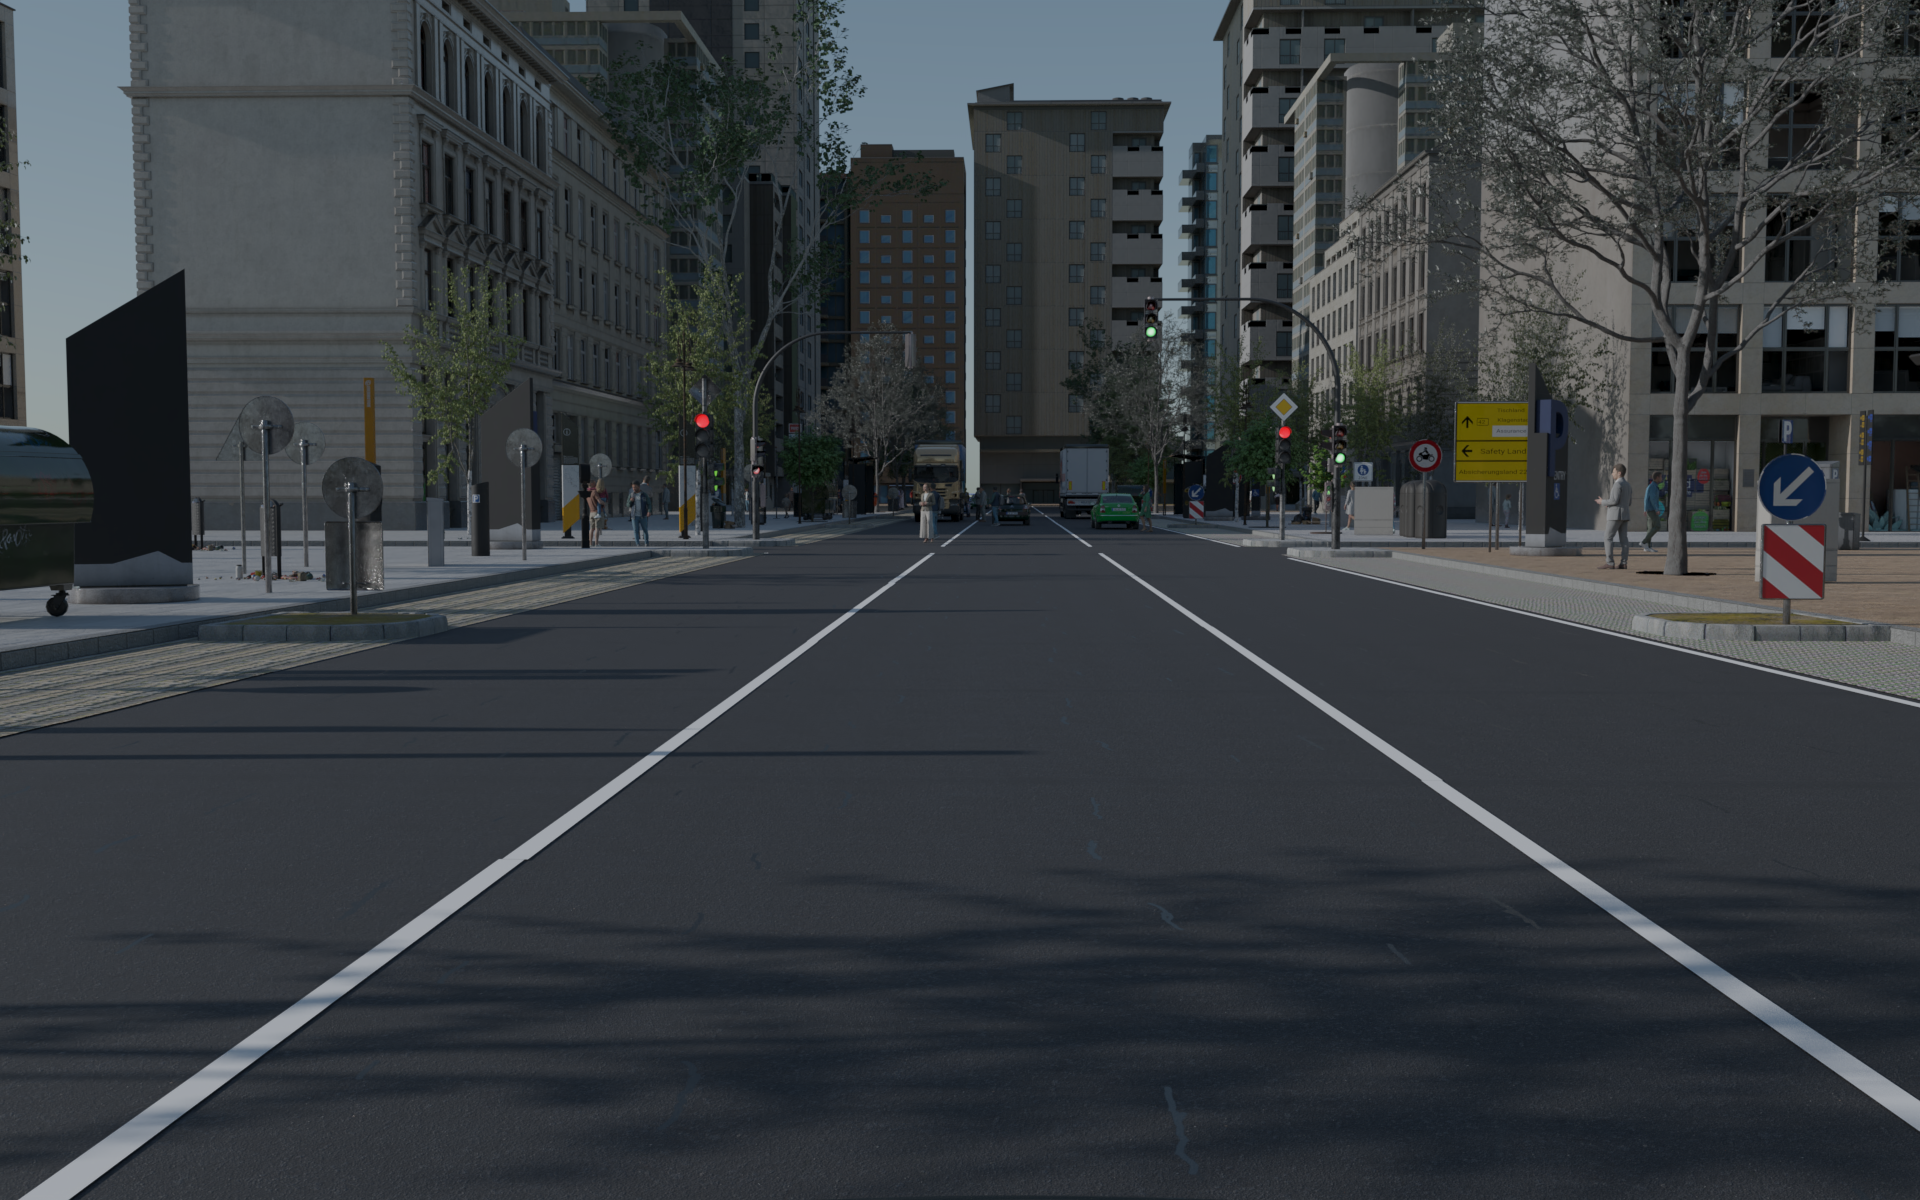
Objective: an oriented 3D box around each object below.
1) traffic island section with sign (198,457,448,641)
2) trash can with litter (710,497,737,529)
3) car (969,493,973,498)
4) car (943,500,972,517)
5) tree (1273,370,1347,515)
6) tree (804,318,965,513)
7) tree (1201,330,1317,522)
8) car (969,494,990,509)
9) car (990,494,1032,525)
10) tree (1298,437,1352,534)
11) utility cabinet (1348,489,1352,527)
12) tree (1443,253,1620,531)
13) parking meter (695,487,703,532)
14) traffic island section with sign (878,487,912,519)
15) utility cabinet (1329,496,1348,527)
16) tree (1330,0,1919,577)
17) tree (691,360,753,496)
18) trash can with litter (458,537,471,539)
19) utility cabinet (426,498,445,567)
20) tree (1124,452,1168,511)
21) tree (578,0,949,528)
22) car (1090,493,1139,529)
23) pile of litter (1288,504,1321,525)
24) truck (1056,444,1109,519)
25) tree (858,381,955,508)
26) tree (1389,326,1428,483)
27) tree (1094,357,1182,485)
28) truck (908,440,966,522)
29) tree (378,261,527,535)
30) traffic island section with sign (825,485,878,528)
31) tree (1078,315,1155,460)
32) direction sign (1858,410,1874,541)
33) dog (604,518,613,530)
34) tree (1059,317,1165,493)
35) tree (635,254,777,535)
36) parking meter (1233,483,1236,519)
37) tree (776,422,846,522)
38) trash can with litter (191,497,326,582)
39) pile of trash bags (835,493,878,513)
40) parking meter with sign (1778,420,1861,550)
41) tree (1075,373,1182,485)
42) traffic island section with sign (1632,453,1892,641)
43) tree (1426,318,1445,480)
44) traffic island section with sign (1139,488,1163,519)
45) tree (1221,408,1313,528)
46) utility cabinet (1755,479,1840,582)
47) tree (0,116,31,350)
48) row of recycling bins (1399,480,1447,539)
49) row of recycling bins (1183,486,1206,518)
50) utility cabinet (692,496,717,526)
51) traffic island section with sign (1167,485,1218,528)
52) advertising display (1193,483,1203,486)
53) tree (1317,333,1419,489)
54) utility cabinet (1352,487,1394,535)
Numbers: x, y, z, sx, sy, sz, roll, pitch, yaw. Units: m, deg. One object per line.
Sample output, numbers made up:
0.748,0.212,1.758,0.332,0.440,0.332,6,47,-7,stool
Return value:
-6.383,-0.555,17.707,1.989,1.847,2.006,0,4,2,traffic island section with sign
-8.733,-3.229,64.180,1.055,1.170,0.624,2,4,26,trash can with litter
1.330,-11.551,198.452,1.945,1.707,3.694,0,4,1,car
-0.198,-6.107,111.847,2.014,1.417,4.499,0,4,1,car
20.558,-9.340,103.064,4.360,8.622,3.978,0,3,0,tree
-5.635,-12.846,120.407,12.009,13.543,11.850,0,3,0,tree
12.809,-7.861,78.894,4.737,8.622,4.395,0,3,0,tree
1.829,-9.447,166.263,2.131,1.459,4.920,0,4,3,car
2.355,-4.322,80.454,2.009,1.686,4.222,0,3,0,car
11.729,-3.755,55.989,1.663,3.219,1.824,0,3,0,tree
15.240,-3.504,65.969,0.318,1.500,1.173,-1,4,-20,utility cabinet
18.200,-6.347,54.131,4.360,8.622,3.978,0,3,0,tree
-8.892,-3.114,59.330,0.372,1.533,0.369,0,3,0,parking meter
-3.811,-5.607,100.297,1.989,1.847,2.006,0,4,2,traffic island section with sign
15.047,-3.480,68.067,1.020,1.237,0.306,0,4,-2,utility cabinet
11.498,-7.147,27.223,12.009,13.543,11.850,0,3,0,tree
-13.338,-8.744,93.329,4.360,8.622,3.978,0,3,0,tree
-13.252,-2.361,49.654,2.233,1.210,1.678,-1,4,-16,trash can with litter
-9.416,-1.222,31.137,0.306,1.237,1.020,-1,4,-17,utility cabinet
14.271,-9.109,132.648,4.285,4.588,4.351,0,3,0,tree
-7.266,-12.762,64.550,12.611,20.169,13.585,0,3,0,tree
6.403,-3.854,71.817,1.959,1.807,4.718,0,4,1,car
14.731,-3.617,73.095,1.719,0.858,1.176,1,4,15,pile of litter
7.283,-7.000,103.366,2.839,4.237,11.283,0,4,1,truck
-5.327,-15.128,164.343,9.611,12.733,9.660,0,3,0,tree
19.863,-7.477,72.606,4.360,8.622,3.978,0,3,0,tree
14.615,-13.714,142.345,7.486,12.596,7.792,0,3,0,tree
-1.061,-6.337,92.528,2.839,4.237,11.283,0,4,2,truck
-15.618,-6.351,54.206,4.737,8.622,4.395,0,3,0,tree
-4.650,-3.959,73.355,1.989,1.847,2.006,0,4,2,traffic island section with sign
13.102,-12.518,115.038,12.009,13.543,11.850,0,3,0,tree
24.524,-3.360,46.937,0.379,3.537,0.876,0,4,7,direction sign
-12.939,-2.743,62.584,0.550,0.427,0.748,-3,5,-41,dog
15.148,-20.274,187.372,12.611,20.169,13.585,0,3,0,tree
-8.140,-6.347,54.133,4.737,8.622,4.395,0,3,0,tree
14.208,-5.157,90.023,0.255,1.863,0.399,-3,5,-43,parking meter
-6.831,-5.847,79.314,4.285,4.588,4.351,0,3,0,tree
-10.213,-0.905,25.862,2.233,1.210,1.678,3,5,43,trash can with litter
-7.223,-6.516,116.287,3.447,1.369,1.912,0,4,-7,pile of trash bags
19.913,-2.681,40.091,0.543,3.016,1.738,-3,5,-40,parking meter with sign
15.102,-14.761,158.345,9.611,12.733,9.660,0,3,0,tree
8.043,-0.555,17.695,1.989,1.847,2.006,0,4,2,traffic island section with sign
19.311,-6.711,60.085,4.360,8.622,3.978,0,3,0,tree
10.611,-5.582,99.893,1.989,1.847,2.006,0,4,2,traffic island section with sign
11.817,-5.037,66.075,4.285,4.588,4.351,0,3,0,tree
12.070,-0.997,24.981,1.173,1.500,0.318,-1,4,-16,utility cabinet
-17.256,-4.781,28.529,4.360,8.622,3.978,0,3,0,tree
13.704,-2.712,51.454,1.069,1.692,3.534,0,4,5,row of recycling bins
12.565,-5.070,90.003,1.069,1.692,3.534,-1,4,-13,row of recycling bins
-10.373,-3.618,70.318,1.020,1.237,0.306,0,4,5,utility cabinet
9.765,-3.934,72.951,1.989,1.847,2.006,0,4,2,traffic island section with sign
13.702,-5.700,98.407,0.974,1.923,0.123,-1,4,-18,advertising display
19.043,-7.937,80.137,4.737,8.622,4.395,0,3,0,tree
12.899,-2.771,53.984,1.173,1.500,0.318,1,4,13,utility cabinet
